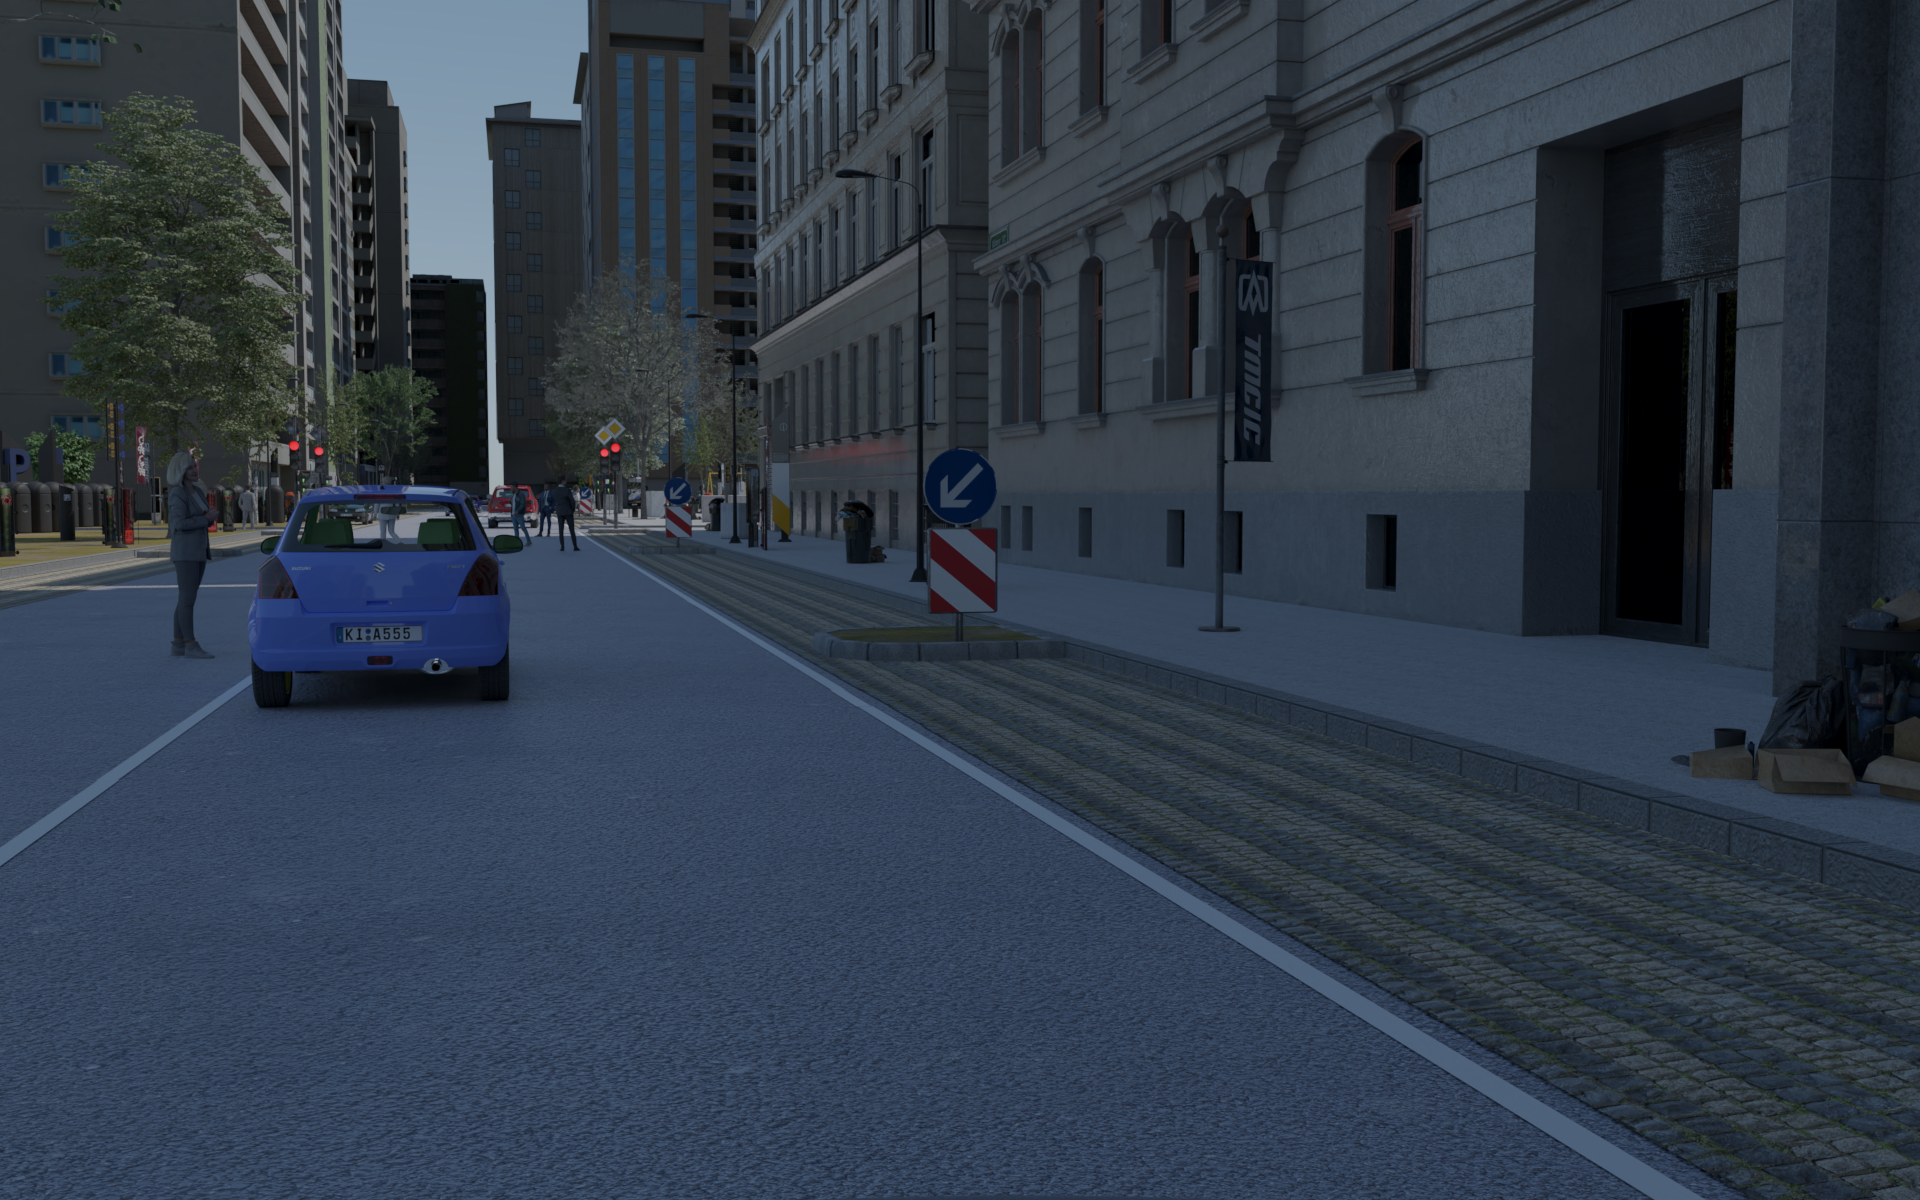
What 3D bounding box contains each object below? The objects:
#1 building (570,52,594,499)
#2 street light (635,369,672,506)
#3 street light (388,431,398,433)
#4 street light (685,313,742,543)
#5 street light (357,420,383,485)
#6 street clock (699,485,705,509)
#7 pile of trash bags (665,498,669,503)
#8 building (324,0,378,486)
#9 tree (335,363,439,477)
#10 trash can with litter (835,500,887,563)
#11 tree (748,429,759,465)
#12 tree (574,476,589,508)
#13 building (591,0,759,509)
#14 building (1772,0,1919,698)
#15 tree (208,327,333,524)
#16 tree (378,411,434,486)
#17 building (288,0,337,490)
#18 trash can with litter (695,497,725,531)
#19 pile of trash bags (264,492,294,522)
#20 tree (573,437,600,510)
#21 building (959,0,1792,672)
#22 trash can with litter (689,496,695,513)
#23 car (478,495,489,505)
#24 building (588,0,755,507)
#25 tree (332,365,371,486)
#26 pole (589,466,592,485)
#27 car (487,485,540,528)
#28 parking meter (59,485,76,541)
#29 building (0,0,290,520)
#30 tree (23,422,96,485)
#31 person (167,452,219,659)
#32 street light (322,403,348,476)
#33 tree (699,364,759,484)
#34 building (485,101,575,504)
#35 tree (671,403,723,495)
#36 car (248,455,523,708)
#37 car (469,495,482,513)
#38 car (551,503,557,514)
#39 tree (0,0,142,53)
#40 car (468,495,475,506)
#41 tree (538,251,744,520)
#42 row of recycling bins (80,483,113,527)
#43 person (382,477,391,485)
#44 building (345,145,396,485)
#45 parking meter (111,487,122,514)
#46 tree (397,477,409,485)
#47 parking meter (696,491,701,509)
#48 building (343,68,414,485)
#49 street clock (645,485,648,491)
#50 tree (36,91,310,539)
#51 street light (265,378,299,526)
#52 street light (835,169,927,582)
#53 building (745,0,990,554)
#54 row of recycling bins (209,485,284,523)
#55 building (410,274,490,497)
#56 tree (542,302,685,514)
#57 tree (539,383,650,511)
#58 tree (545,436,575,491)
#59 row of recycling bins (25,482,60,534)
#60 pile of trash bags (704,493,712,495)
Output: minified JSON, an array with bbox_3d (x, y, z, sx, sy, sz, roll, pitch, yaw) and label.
[{"bbox_3d":[-30.776,-37.773,206.825,28.713,52.752,27.495,-1,4,-14],"label":"building"},{"bbox_3d":[-11.338,-5.614,64.332,1.470,5.913,1.316,-1,4,-14],"label":"street light"},{"bbox_3d":[-42.304,-9.518,128.166,1.470,5.913,1.316,-1,4,-14],"label":"street light"},{"bbox_3d":[-6.380,-4.420,44.809,1.470,5.913,1.316,-1,4,-14],"label":"street light"},{"bbox_3d":[-37.111,-8.312,108.438,1.470,5.913,1.316,-1,4,-14],"label":"street light"},{"bbox_3d":[-21.419,-8.523,143.928,0.358,2.002,0.471,2,4,32],"label":"street clock"},{"bbox_3d":[-21.844,-7.110,125.999,1.912,1.369,3.447,-2,4,-29],"label":"pile of trash bags"},{"bbox_3d":[-61.209,-43.354,147.094,20.563,71.187,20.611,-1,4,-14],"label":"building"},{"bbox_3d":[-45.118,-12.871,136.188,9.928,11.665,9.643,0,3,0],"label":"tree"},{"bbox_3d":[-1.818,-1.276,32.251,0.624,1.170,1.055,2,4,26],"label":"trash can with litter"},{"bbox_3d":[-14.759,-11.587,139.814,4.737,8.622,4.395,0,3,0],"label":"tree"},{"bbox_3d":[-35.271,-10.140,160.383,1.663,3.219,1.824,0,3,0],"label":"tree"},{"bbox_3d":[-25.536,-30.916,155.594,14.600,45.320,14.200,-1,4,-14],"label":"building"},{"bbox_3d":[13.431,-11.258,2.095,12.078,24.808,19.932,-1,4,-14],"label":"building"},{"bbox_3d":[-29.990,-7.544,73.704,4.737,8.622,4.395,0,3,0],"label":"tree"},{"bbox_3d":[-50.209,-12.680,157.686,4.360,8.622,3.978,0,3,0],"label":"tree"},{"bbox_3d":[-51.129,-26.589,118.325,14.154,41.232,14.086,-1,4,-14],"label":"building"},{"bbox_3d":[-8.531,-2.959,59.768,0.624,1.170,1.055,-2,4,-34],"label":"trash can with litter"},{"bbox_3d":[-31.172,-4.299,80.037,1.912,1.369,3.447,-1,4,-14],"label":"pile of trash bags"},{"bbox_3d":[-29.742,-11.607,140.144,4.737,8.622,4.395,0,3,0],"label":"tree"},{"bbox_3d":[9.207,-14.440,23.481,14.401,28.519,23.554,-1,4,-14],"label":"building"},{"bbox_3d":[-17.108,-6.215,113.001,1.055,1.170,0.624,-3,5,-39],"label":"trash can with litter"},{"bbox_3d":[-54.615,-11.398,198.929,1.945,1.354,3.894,-1,4,-13],"label":"car"},{"bbox_3d":[-27.167,-38.869,177.509,21.231,58.520,28.212,-1,4,-14],"label":"building"},{"bbox_3d":[-34.988,-8.981,97.210,4.737,8.622,4.395,0,3,0],"label":"tree"},{"bbox_3d":[-27.264,-8.190,127.746,0.158,3.312,0.155,0,3,0],"label":"pole"},{"bbox_3d":[-19.064,-3.994,73.979,2.281,1.827,5.304,-1,4,-13],"label":"car"},{"bbox_3d":[-24.567,-2.400,47.651,0.372,1.533,0.369,0,3,0],"label":"parking meter"},{"bbox_3d":[-48.262,-28.655,92.206,21.300,48.544,21.600,-1,4,-14],"label":"building"},{"bbox_3d":[-41.241,-5.852,79.387,4.285,4.588,4.351,0,3,0],"label":"tree"},{"bbox_3d":[-6.740,-0.405,15.300,0.526,1.800,0.537,1,4,9],"label":"person"},{"bbox_3d":[-31.995,-7.102,88.663,1.470,5.913,1.316,-1,4,-14],"label":"street light"},{"bbox_3d":[-12.730,-9.015,97.761,4.360,8.622,3.978,0,3,0],"label":"tree"},{"bbox_3d":[-51.570,-39.954,242.485,27.495,52.752,28.713,-1,4,-14],"label":"building"},{"bbox_3d":[-20.245,-11.328,135.574,4.737,8.622,4.395,0,3,0],"label":"tree"},{"bbox_3d":[-4.286,-0.213,13.075,1.945,1.707,3.694,-1,4,-16],"label":"car"},{"bbox_3d":[-37.746,-7.382,133.277,1.945,1.354,3.894,-1,4,-13],"label":"car"},{"bbox_3d":[-29.100,-6.980,126.708,1.945,1.354,3.894,-1,4,-15],"label":"car"},{"bbox_3d":[-17.397,-10.338,24.912,12.611,20.169,13.585,0,3,0],"label":"tree"},{"bbox_3d":[-32.516,-6.147,112.508,2.014,1.417,4.499,-1,4,-15],"label":"car"},{"bbox_3d":[-16.089,-10.837,87.555,12.009,13.543,11.850,0,3,0],"label":"tree"},{"bbox_3d":[-34.067,-3.694,67.517,1.069,1.692,3.534,0,4,2],"label":"row of recycling bins"},{"bbox_3d":[-13.453,-1.984,40.813,0.818,1.842,0.514,2,4,30],"label":"person"},{"bbox_3d":[-72.610,-29.182,169.001,32.217,40.220,23.993,-1,4,-14],"label":"building"},{"bbox_3d":[-28.293,-3.040,58.117,0.372,1.533,0.369,0,3,0],"label":"parking meter"},{"bbox_3d":[-55.891,-11.009,174.605,1.663,3.219,1.824,0,3,0],"label":"tree"},{"bbox_3d":[-22.313,-8.529,147.853,0.372,1.533,0.369,0,3,0],"label":"parking meter"},{"bbox_3d":[-74.581,-35.148,198.375,21.600,48.544,21.300,-1,4,-14],"label":"building"},{"bbox_3d":[-25.980,-8.470,143.047,0.358,2.002,0.471,2,4,31],"label":"street clock"},{"bbox_3d":[-22.565,-8.062,49.938,7.486,12.596,7.792,0,3,0],"label":"tree"},{"bbox_3d":[-27.051,-5.908,69.137,1.470,5.913,1.316,-1,4,-14],"label":"street light"},{"bbox_3d":[-1.106,-3.211,25.047,1.470,5.913,1.316,-1,4,-14],"label":"street light"},{"bbox_3d":[3.236,-13.270,50.248,16.112,22.955,30.059,-1,4,-14],"label":"building"},{"bbox_3d":[-31.572,-4.246,76.540,3.534,1.692,1.069,0,4,8],"label":"row of recycling bins"},{"bbox_3d":[-70.227,-28.090,230.977,14.107,30.474,14.160,-1,4,-14],"label":"building"},{"bbox_3d":[-22.630,-12.671,113.831,9.857,13.997,8.962,0,3,0],"label":"tree"},{"bbox_3d":[-27.862,-12.162,133.269,8.767,10.594,7.601,-2,4,-23],"label":"tree"},{"bbox_3d":[-49.864,-16.283,216.595,4.360,8.622,3.978,0,3,0],"label":"tree"},{"bbox_3d":[-30.606,-3.033,56.710,1.069,1.692,3.534,1,4,10],"label":"row of recycling bins"},{"bbox_3d":[-13.887,-5.821,104.925,3.447,1.369,1.912,0,4,3],"label":"pile of trash bags"}]
